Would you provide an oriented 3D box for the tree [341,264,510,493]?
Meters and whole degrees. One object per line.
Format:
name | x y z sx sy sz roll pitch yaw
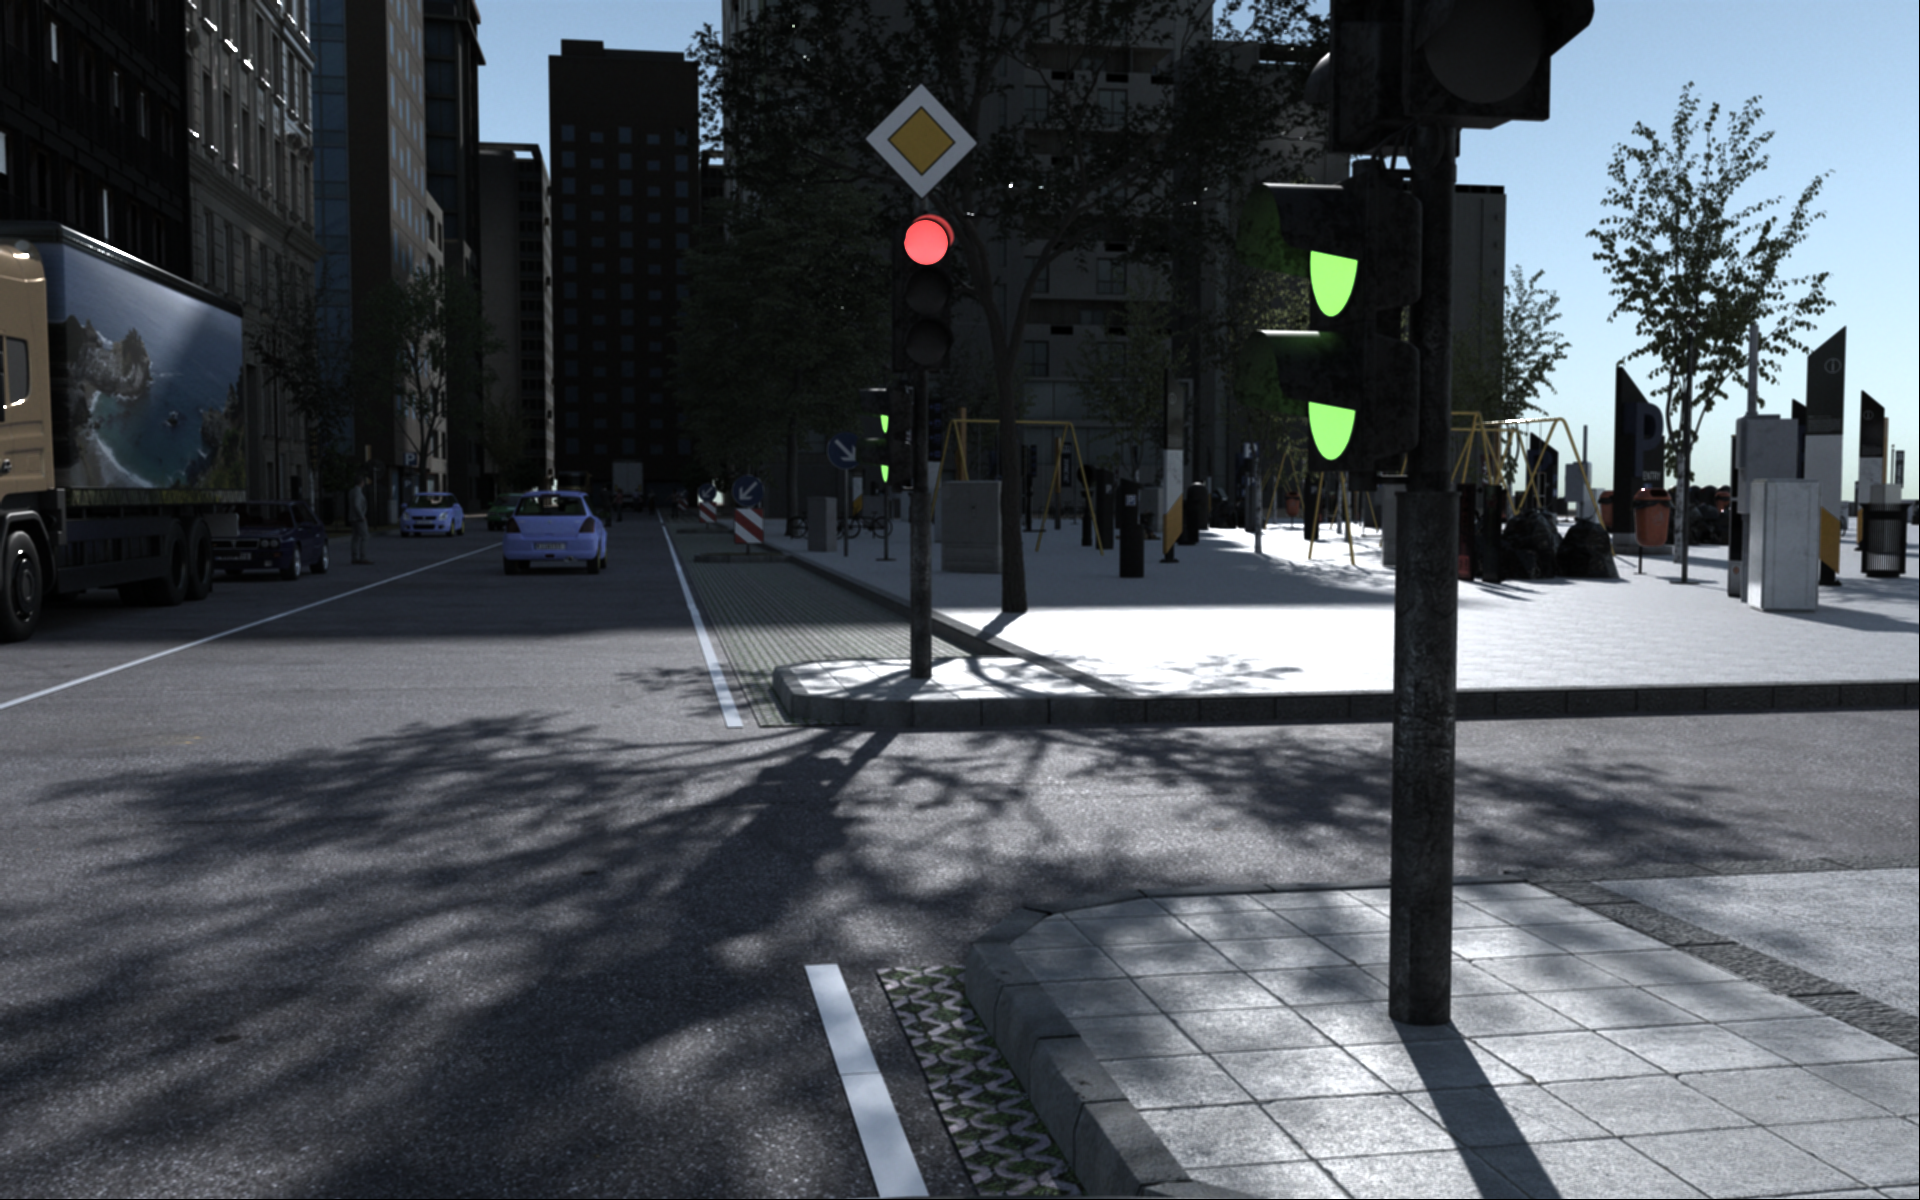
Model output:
tree | -24.169 -9.308 77.937 9.928 11.665 9.643 0 3 0

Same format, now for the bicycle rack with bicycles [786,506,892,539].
bicycle rack with bicycles | -3.738 -2.232 49.876 2.925 0.926 2.852 1 4 23

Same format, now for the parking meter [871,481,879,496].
parking meter | -3.928 -4.539 79.925 0.255 1.863 0.399 2 4 29

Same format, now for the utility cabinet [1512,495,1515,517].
utility cabinet | 25.022 -4.177 79.462 1.020 1.237 0.306 2 4 28

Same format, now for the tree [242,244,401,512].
tree | -19.266 -6.210 51.902 4.360 8.622 3.978 0 3 0

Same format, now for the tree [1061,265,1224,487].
tree | 5.446 -6.366 54.440 4.737 8.622 4.395 0 3 0

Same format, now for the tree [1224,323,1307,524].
tree | 13.133 -7.509 73.131 4.737 8.622 4.395 0 3 0

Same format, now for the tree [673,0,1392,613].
tree | 0.668 -5.166 18.879 8.767 10.594 7.601 1 4 9

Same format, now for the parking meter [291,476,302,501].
parking meter | -21.332 -3.059 55.721 0.255 1.863 0.399 0 4 -2

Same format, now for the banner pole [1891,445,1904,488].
banner pole | 47.388 -5.973 87.674 0.863 3.779 0.401 0 4 -6

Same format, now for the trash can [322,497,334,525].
trash can | -26.439 -3.701 72.159 0.748 1.137 0.748 0 3 0

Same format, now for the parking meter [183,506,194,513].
parking meter | -16.200 -1.698 36.168 0.372 1.533 0.369 0 3 0

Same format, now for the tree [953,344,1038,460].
tree | 1.819 -8.125 83.198 4.737 8.622 4.395 0 3 0

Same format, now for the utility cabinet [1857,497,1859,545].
utility cabinet | 23.053 -1.988 43.664 1.020 1.237 0.306 -2 4 -31

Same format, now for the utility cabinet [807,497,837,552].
utility cabinet | -3.084 -1.691 38.814 0.306 1.237 1.020 -2 4 -28

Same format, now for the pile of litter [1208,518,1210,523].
pile of litter | 11.835 -3.891 77.590 1.719 0.858 1.176 1 4 10

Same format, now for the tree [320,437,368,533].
tree | -20.879 -3.863 57.756 1.663 3.219 1.824 0 3 0

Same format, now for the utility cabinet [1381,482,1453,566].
utility cabinet | 8.028 -1.330 30.425 1.173 1.500 0.318 0 4 6

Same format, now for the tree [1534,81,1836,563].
tree | 13.583 -4.989 31.939 4.737 8.622 4.395 0 3 0

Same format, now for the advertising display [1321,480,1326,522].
advertising display | 16.364 -4.553 79.657 0.974 1.923 0.123 3 4 36

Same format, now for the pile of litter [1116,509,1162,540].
pile of litter | 5.067 -2.150 49.111 1.176 0.858 1.719 -1 4 -12

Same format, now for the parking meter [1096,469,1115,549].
parking meter | 3.371 -2.111 40.225 0.399 1.863 0.255 -3 5 -40

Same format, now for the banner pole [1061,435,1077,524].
banner pole | 4.664 -5.108 73.533 0.863 3.779 0.401 1 4 20

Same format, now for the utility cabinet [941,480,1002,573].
utility cabinet | 0.236 -1.199 28.280 1.173 1.500 0.318 3 4 38

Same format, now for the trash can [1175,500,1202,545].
trash can | 5.713 -1.954 43.607 0.748 1.137 0.748 0 3 0

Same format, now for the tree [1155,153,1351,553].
tree | 6.486 -5.321 37.364 4.360 8.622 3.978 0 3 0

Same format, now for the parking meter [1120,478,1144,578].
parking meter | 2.650 -1.117 26.674 0.372 1.533 0.369 0 3 0

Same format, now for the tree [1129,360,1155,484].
tree | 10.220 -8.289 85.885 4.360 8.622 3.978 0 3 0

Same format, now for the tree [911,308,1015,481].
tree | 0.003 -7.112 66.646 4.360 8.622 3.978 0 3 0

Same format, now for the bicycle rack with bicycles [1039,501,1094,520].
bicycle rack with bicycles | 5.260 -4.576 88.206 2.852 0.926 2.925 -1 4 -18

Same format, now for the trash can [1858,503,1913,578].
trash can | 14.270 -0.923 26.743 0.748 1.137 0.748 0 3 0

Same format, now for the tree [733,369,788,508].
tree | -9.297 -8.061 82.153 4.737 8.622 4.395 0 3 0

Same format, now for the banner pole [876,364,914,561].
banner pole | -1.194 -2.651 33.367 0.863 3.779 0.401 0 4 -1

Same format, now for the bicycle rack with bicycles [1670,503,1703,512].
bicycle rack with bicycles | 28.725 -3.269 66.836 2.925 0.926 2.852 0 4 7

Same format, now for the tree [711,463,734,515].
tree | -14.599 -6.899 107.401 1.663 3.219 1.824 0 3 0

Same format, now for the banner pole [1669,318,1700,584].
banner pole | 10.300 -2.109 24.501 0.401 3.779 0.863 1 4 21

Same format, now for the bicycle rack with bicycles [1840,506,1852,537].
bicycle rack with bicycles | 27.177 -2.411 52.809 2.852 0.926 2.925 2 4 31

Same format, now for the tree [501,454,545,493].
tree | -35.228 -9.477 138.666 4.285 4.588 4.351 0 3 0

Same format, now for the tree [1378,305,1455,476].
tree | 10.505 -5.836 45.780 4.360 8.622 3.978 0 3 0

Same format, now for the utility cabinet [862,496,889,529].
utility cabinet | -3.087 -3.193 63.375 1.020 1.237 0.306 3 4 37

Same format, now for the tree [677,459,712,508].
tree | -24.890 -10.932 162.452 4.285 4.588 4.351 0 3 0

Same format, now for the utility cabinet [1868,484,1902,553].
utility cabinet | 19.966 -1.757 37.402 0.318 1.500 1.173 3 5 44

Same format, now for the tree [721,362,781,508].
tree | -10.835 -8.430 88.190 4.360 8.622 3.978 0 3 0

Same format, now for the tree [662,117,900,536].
tree | -4.714 -8.228 52.658 7.486 12.596 7.792 0 3 0

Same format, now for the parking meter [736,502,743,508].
parking meter | -9.913 -4.441 78.326 0.399 1.863 0.255 -3 5 -41

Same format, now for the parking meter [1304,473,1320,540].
parking meter | 9.948 -2.644 48.933 0.399 1.863 0.255 -1 4 -17

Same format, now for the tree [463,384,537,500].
tree | -30.257 -9.985 113.625 4.737 8.622 4.395 0 3 0

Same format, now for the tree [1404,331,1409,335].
tree | 17.770 -6.886 62.944 4.737 8.622 4.395 0 3 0

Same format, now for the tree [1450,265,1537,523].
tree | 17.269 -6.396 54.940 4.737 8.622 4.395 0 3 0

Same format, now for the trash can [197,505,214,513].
trash can | -16.904 -1.642 38.498 0.748 1.137 0.748 0 3 0

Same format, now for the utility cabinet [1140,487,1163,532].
utility cabinet | 6.384 -3.010 57.886 0.318 1.500 1.173 -2 4 -28
